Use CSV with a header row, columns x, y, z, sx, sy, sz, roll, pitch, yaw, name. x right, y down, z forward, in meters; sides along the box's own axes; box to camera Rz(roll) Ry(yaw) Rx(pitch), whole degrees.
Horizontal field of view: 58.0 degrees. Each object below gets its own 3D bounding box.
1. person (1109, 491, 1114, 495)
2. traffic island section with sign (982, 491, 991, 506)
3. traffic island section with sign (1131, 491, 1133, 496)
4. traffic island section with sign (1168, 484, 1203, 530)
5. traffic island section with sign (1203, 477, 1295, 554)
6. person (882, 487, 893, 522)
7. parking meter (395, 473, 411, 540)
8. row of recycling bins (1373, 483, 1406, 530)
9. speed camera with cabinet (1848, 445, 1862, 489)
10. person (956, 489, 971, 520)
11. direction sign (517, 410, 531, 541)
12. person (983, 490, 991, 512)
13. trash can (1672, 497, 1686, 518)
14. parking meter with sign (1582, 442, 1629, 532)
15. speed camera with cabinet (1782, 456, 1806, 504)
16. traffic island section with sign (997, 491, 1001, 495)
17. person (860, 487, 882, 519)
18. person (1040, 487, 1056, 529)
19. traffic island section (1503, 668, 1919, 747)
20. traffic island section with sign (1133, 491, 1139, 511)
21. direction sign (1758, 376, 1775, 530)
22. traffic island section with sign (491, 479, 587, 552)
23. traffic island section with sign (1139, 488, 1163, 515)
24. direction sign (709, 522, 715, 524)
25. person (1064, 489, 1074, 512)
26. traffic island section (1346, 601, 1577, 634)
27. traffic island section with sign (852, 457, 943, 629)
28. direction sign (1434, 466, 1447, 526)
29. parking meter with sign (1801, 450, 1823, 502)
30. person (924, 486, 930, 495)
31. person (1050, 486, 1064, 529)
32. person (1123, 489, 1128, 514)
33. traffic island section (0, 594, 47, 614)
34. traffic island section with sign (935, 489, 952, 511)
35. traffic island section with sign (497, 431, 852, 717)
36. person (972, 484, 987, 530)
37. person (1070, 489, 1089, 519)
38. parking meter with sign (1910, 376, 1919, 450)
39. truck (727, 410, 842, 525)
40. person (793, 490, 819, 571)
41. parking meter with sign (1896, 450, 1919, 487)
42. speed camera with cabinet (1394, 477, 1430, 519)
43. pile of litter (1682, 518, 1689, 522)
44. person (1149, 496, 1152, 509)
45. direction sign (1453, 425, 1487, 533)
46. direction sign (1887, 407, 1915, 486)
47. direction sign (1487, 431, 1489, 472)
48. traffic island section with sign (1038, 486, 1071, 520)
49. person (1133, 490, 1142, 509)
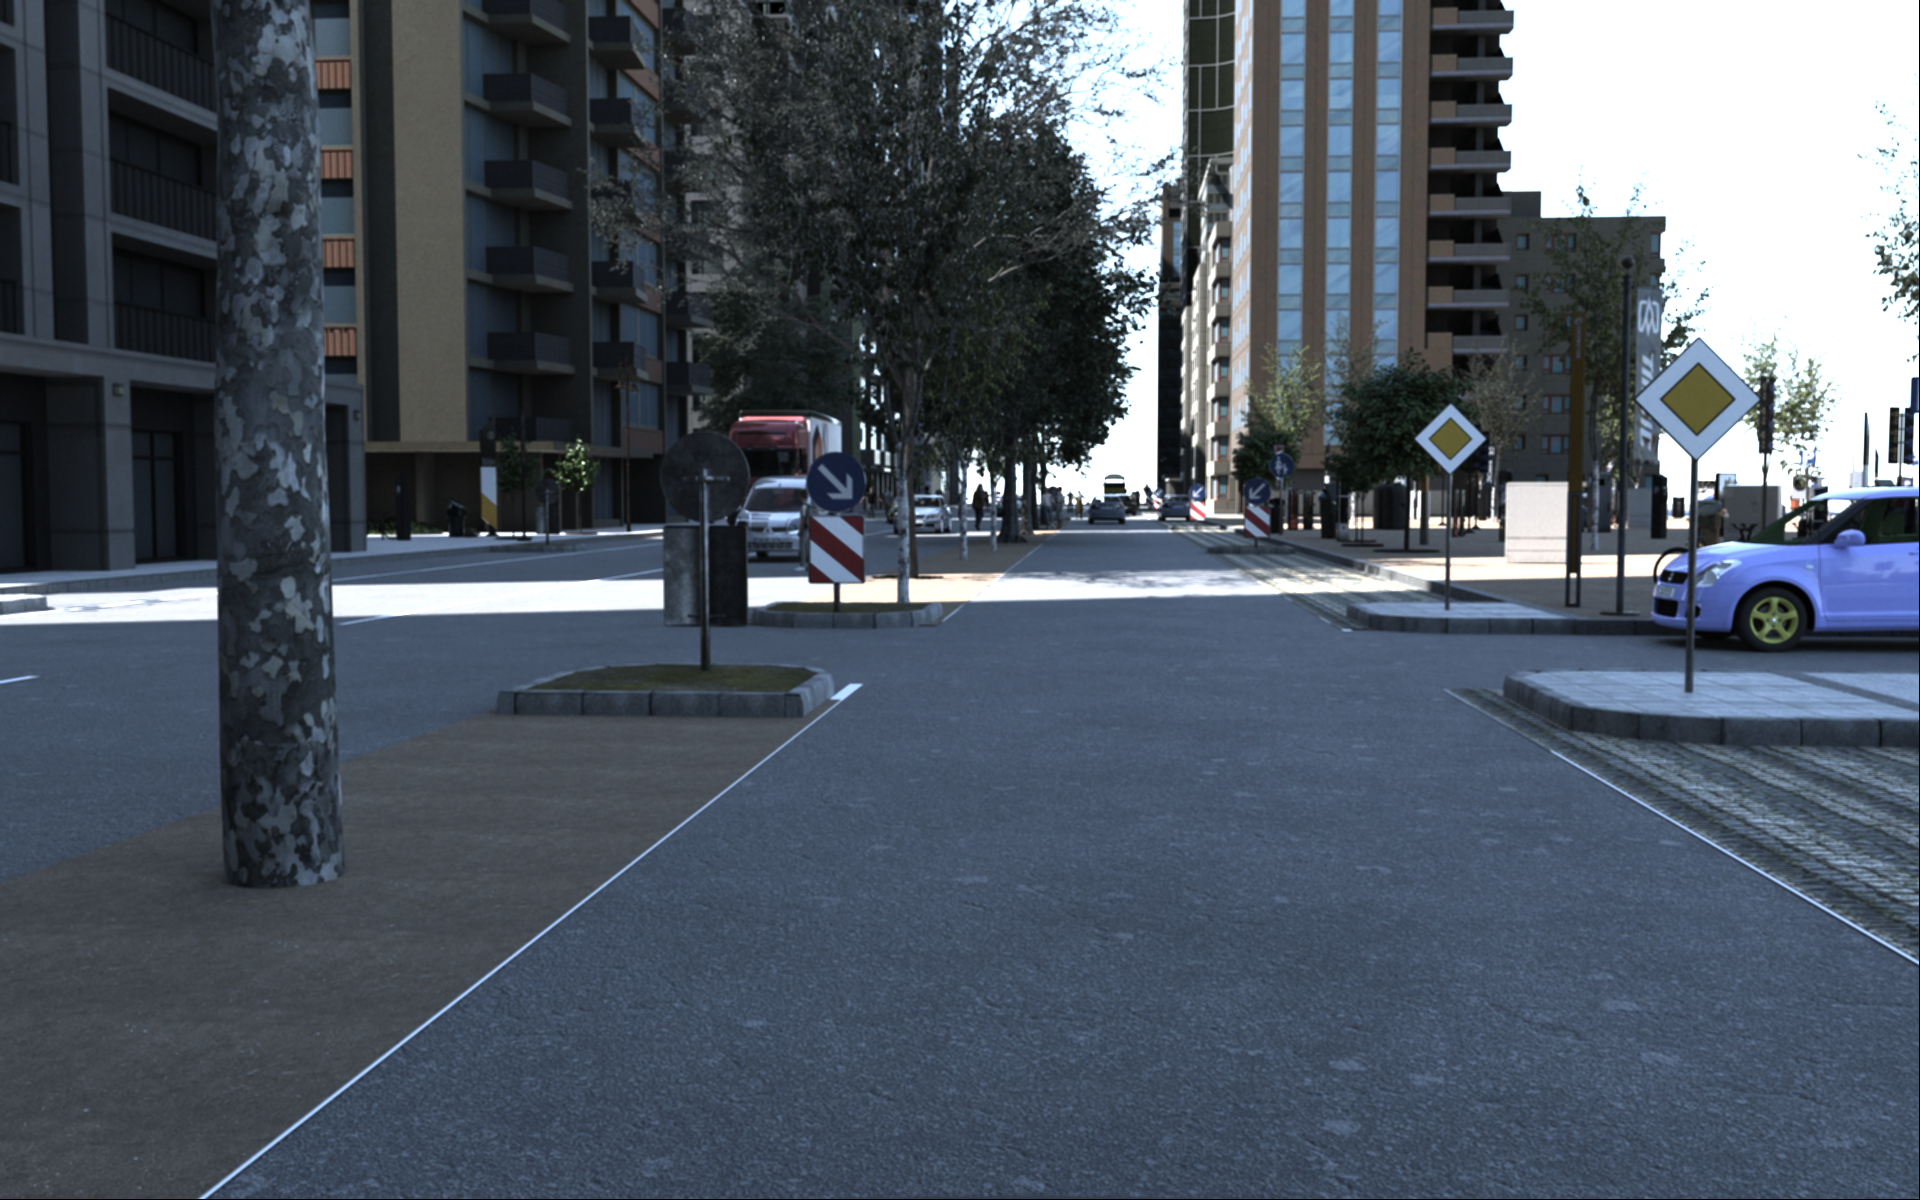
x,y,z,sx,sy,sz,roll,pitch,yaw,name
14.212,-9.348,162.283,0.756,1.711,0.436,2,4,32,person
2.904,-11.830,202.041,1.989,1.847,2.006,0,4,5,traffic island section with sign
20.399,-11.730,200.410,1.989,1.847,2.006,0,4,5,traffic island section with sign
9.290,-3.682,68.826,1.989,1.847,2.006,0,4,5,traffic island section with sign
7.013,-2.036,41.923,1.989,1.847,2.006,0,4,5,traffic island section with sign
-3.642,-4.815,87.348,0.709,1.813,0.853,1,4,17,person
-15.466,-2.592,48.084,0.399,1.863,0.255,3,5,43,parking meter
15.805,-3.467,63.793,1.069,1.692,3.534,0,4,6,row of recycling bins
35.811,-4.543,68.610,0.660,3.252,2.038,1,4,10,speed camera with cabinet
0.228,-5.345,96.427,0.617,1.759,0.750,3,5,39,person
-11.944,-3.387,47.369,0.379,3.537,0.876,-1,4,-9,direction sign
2.204,-7.859,137.709,1.217,1.743,0.721,-2,4,-24,person
38.137,-4.910,91.934,0.748,1.137,0.748,0,3,0,trash can
21.434,-3.780,58.060,1.738,3.016,0.543,0,4,1,parking meter with sign
38.044,-5.240,80.006,2.038,3.252,0.660,2,4,29,speed camera with cabinet
5.223,-13.510,229.518,1.989,1.847,2.006,0,4,5,traffic island section with sign
-5.062,-5.530,98.929,1.348,1.822,0.705,-1,4,-13,person
3.719,-3.817,71.585,0.731,1.740,0.598,-1,4,-19,person
4.745,0.676,11.235,2.009,0.180,2.903,0,4,5,traffic island section
15.780,-8.389,145.782,1.989,1.847,2.006,0,4,5,traffic island section with sign
15.595,-2.542,33.552,0.379,3.537,0.876,3,5,40,direction sign
-10.487,-2.130,43.452,1.989,1.847,2.006,0,4,5,traffic island section with sign
13.510,-6.746,118.923,1.989,1.847,2.006,0,4,5,traffic island section with sign
-10.807,-5.073,74.945,0.379,3.537,0.876,2,4,29,direction sign
8.608,-7.740,135.127,1.350,1.814,0.705,0,4,-1,person
5.417,0.189,19.192,2.009,0.180,2.903,0,4,5,traffic island section
-1.283,-0.690,19.416,2.006,1.907,1.989,0,4,5,traffic island section with sign
19.672,-4.802,70.517,0.876,3.537,0.379,0,4,4,direction sign
34.254,-4.472,69.381,0.543,3.016,1.738,3,5,45,parking meter with sign
-1.880,-5.414,96.649,0.705,1.869,1.348,2,4,27,person
3.965,-3.750,70.376,0.524,1.755,0.480,-2,4,-33,person
11.774,-6.982,122.670,0.705,1.822,1.348,2,4,35,person
-12.411,0.097,20.697,2.009,0.180,2.903,0,4,5,traffic island section
-1.738,-8.479,147.266,1.989,1.847,2.006,0,4,5,traffic island section with sign
-1.916,-0.238,12.035,2.006,1.907,1.989,0,4,5,traffic island section with sign
0.759,-3.675,68.493,0.656,1.842,0.836,1,4,14,person
6.900,-5.551,99.987,1.217,1.736,0.721,-1,4,-12,person
14.015,-1.753,24.916,0.543,3.016,1.738,2,4,24,parking meter with sign
-6.034,-4.361,60.218,2.839,4.237,11.283,0,4,4,truck
-2.890,-1.297,32.298,0.523,1.515,0.503,-1,4,-14,person
39.975,-4.713,73.313,0.543,3.016,1.738,0,4,6,parking meter with sign
23.382,-5.826,89.586,0.660,3.252,2.038,-2,4,-30,speed camera with cabinet
33.869,-3.971,78.885,1.719,0.858,1.176,3,5,41,pile of litter
16.789,-8.817,153.603,0.436,1.711,0.756,0,4,8,person
16.727,-3.964,56.813,0.379,3.537,0.876,-2,4,-27,direction sign
24.466,-3.246,45.075,0.876,3.537,0.379,-1,4,-21,direction sign
18.736,-4.331,62.809,0.876,3.537,0.379,3,5,40,direction sign
5.030,-5.269,94.290,2.006,1.907,1.989,0,4,5,traffic island section with sign
17.428,-9.870,169.888,1.348,1.823,0.705,-3,5,-40,person
